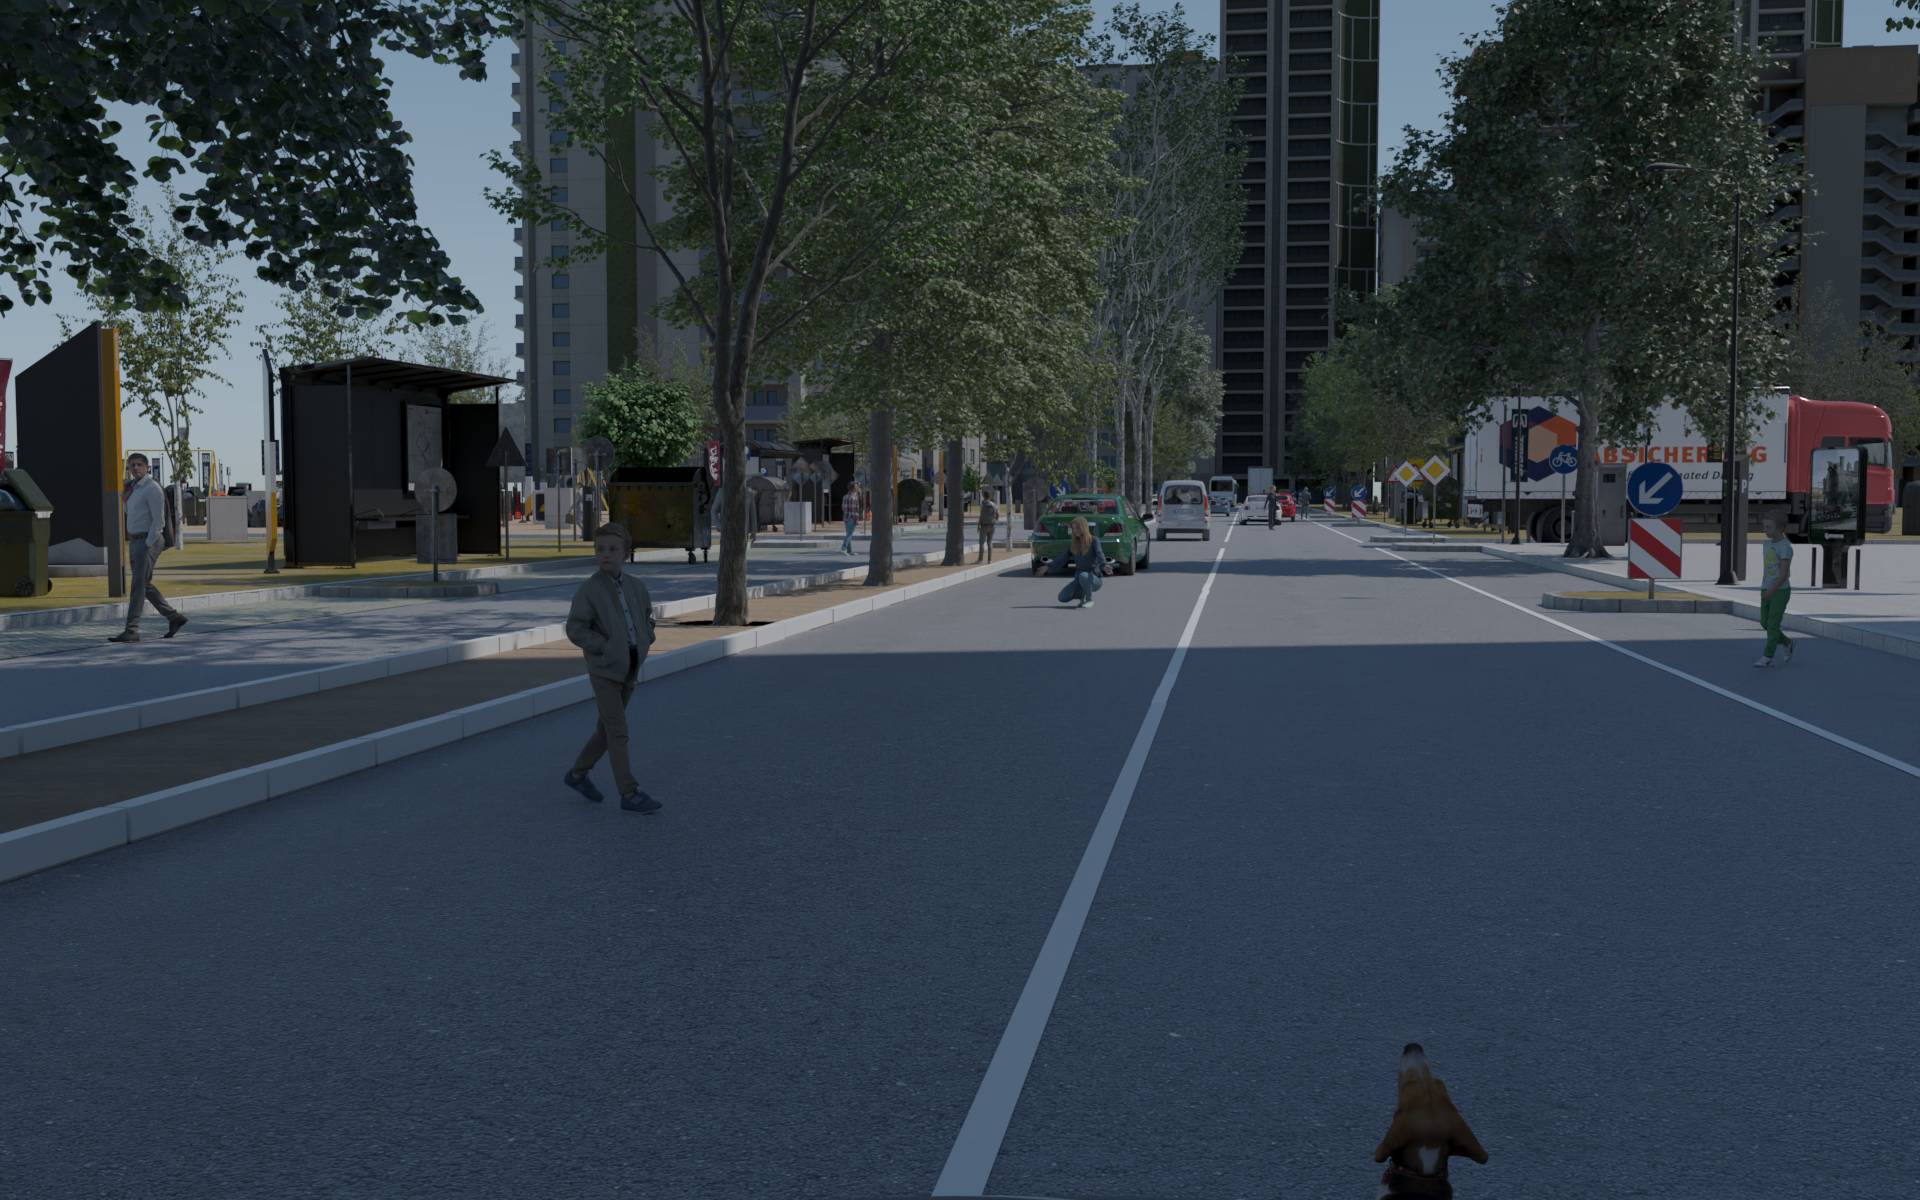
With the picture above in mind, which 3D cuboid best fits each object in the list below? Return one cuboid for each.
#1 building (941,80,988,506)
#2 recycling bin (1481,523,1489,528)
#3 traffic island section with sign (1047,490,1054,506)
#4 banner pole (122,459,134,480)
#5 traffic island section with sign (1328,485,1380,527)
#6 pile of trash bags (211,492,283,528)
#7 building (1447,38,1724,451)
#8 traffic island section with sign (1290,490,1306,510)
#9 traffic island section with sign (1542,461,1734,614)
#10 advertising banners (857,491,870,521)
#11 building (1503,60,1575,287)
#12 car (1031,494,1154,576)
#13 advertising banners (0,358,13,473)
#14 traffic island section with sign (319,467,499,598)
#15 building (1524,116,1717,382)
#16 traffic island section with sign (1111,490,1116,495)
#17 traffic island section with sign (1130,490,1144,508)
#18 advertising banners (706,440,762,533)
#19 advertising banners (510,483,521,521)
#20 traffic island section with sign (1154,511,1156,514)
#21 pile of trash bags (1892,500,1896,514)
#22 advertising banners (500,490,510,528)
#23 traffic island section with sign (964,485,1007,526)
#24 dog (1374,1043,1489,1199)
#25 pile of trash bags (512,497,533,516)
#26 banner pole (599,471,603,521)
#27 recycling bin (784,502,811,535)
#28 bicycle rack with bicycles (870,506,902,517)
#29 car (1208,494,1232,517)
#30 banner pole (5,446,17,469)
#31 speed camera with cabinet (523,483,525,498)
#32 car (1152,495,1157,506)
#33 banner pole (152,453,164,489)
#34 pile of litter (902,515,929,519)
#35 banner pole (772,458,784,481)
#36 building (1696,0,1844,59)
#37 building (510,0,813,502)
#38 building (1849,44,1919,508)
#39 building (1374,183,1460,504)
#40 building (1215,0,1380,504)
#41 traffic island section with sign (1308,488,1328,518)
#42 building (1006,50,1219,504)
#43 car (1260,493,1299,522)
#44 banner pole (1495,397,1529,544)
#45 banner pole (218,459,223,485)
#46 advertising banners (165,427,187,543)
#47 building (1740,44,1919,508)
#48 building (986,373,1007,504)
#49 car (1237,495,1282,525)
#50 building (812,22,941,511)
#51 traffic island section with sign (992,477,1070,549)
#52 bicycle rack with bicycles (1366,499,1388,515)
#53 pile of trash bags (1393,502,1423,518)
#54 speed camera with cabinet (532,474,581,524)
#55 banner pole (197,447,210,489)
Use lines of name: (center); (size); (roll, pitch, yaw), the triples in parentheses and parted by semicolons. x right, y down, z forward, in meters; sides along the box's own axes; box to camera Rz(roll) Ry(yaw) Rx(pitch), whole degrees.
building: (-8.554, -45.551, 183.004); (20.611, 71.187, 20.563); (1, 4, 9)
recycling bin: (20.512, -3.295, 66.425); (0.722, 1.027, 0.722); (-2, 4, -24)
traffic island section with sign: (5.681, -5.937, 105.696); (1.989, 1.847, 2.006); (1, 4, 9)
banner pole: (-52.056, -7.250, 108.557); (0.863, 3.779, 0.401); (0, 4, -3)
traffic island section with sign: (17.448, -4.147, 76.437); (1.989, 1.847, 2.006); (1, 4, 9)
pile of trash bags: (-27.130, -3.447, 66.114); (1.912, 1.369, 3.447); (2, 4, 24)
building: (59.640, -31.408, 168.148); (22.147, 44.769, 28.867); (1, 4, 9)
traffic island section with sign: (30.074, -8.833, 153.046); (1.989, 1.847, 2.006); (1, 4, 9)
traffic island section with sign: (8.449, -0.806, 21.804); (1.989, 1.847, 2.006); (1, 4, 9)
advertising banners: (-4.425, -5.282, 82.545); (0.090, 3.025, 2.074); (1, 4, 22)
building: (52.950, -28.381, 147.630); (14.154, 41.232, 14.086); (1, 4, 9)
car: (2.459, -1.236, 32.011); (2.131, 1.459, 4.920); (1, 4, 11)
advertising banners: (-13.005, -1.564, 21.762); (2.074, 3.025, 0.090); (-3, 5, -40)
traffic island section with sign: (-7.694, -0.977, 24.607); (1.989, 1.847, 2.006); (1, 4, 9)
building: (50.579, -22.148, 133.814); (14.160, 30.474, 14.107); (1, 4, 9)
traffic island section with sign: (13.899, -8.988, 155.589); (1.989, 1.847, 2.006); (1, 4, 9)
traffic island section with sign: (18.290, -10.615, 182.185); (1.989, 1.847, 2.006); (1, 4, 9)
advertising banners: (-7.375, -3.690, 56.513); (2.074, 3.025, 0.090); (-3, 4, -38)
advertising banners: (-21.597, -5.311, 83.024); (0.090, 3.025, 2.074); (-3, 5, -39)
traffic island section with sign: (15.354, -7.310, 127.656); (2.006, 1.907, 1.989); (1, 4, 9)
pile of trash bags: (57.938, -6.161, 110.482); (3.447, 1.369, 1.912); (3, 5, 41)
advertising banners: (-17.515, -4.256, 65.780); (0.090, 3.025, 2.074); (0, 4, 0)
traffic island section with sign: (1.289, -4.310, 79.100); (1.989, 1.847, 2.006); (1, 4, 9)
dog: (0.720, 1.050, 3.034); (0.748, 0.427, 0.550); (-2, 4, -33)
pile of trash bags: (-25.473, -5.709, 103.096); (3.447, 1.369, 1.912); (1, 4, 22)
banner pole: (-16.808, -5.572, 81.115); (0.401, 3.779, 0.863); (-1, 4, -20)
recycling bin: (-5.166, -2.608, 55.194); (0.722, 1.027, 0.722); (1, 4, 9)
bicycle rack with bicycles: (-4.163, -5.241, 99.074); (2.852, 0.926, 2.925); (3, 5, 41)
car: (16.356, -6.029, 110.570); (2.014, 1.417, 4.499); (1, 4, 9)
banner pole: (-48.845, -6.075, 89.348); (0.863, 3.779, 0.401); (-3, 5, -40)
speed camera with cabinet: (-29.993, -7.827, 122.303); (2.038, 3.252, 0.660); (2, 4, 35)
car: (20.851, -10.412, 182.600); (2.083, 1.381, 4.827); (1, 4, 9)
banner pole: (-48.791, -7.065, 105.528); (0.863, 3.779, 0.401); (-1, 4, -9)
pile of litter: (-2.380, -4.660, 90.162); (1.176, 0.858, 1.719); (-1, 4, -20)
banner pole: (-9.533, -6.122, 90.117); (0.863, 3.779, 0.401); (1, 4, 11)
building: (100.923, -47.934, 221.977); (20.611, 71.187, 20.563); (1, 4, 9)
building: (-32.737, -39.518, 188.118); (28.212, 58.520, 21.231); (1, 4, 9)
building: (97.987, -31.788, 169.840); (14.200, 45.320, 14.600); (1, 4, 9)
building: (61.878, -33.179, 226.077); (14.086, 41.232, 14.154); (1, 4, 9)
building: (44.875, -48.458, 230.543); (20.611, 71.187, 20.563); (1, 4, 9)
traffic island section with sign: (21.837, -5.774, 103.034); (1.989, 1.847, 2.006); (1, 4, 9)
building: (20.837, -42.397, 235.186); (28.212, 58.520, 21.231); (1, 4, 9)
car: (16.468, -4.934, 89.708); (2.155, 1.783, 4.494); (1, 4, 11)
banner pole: (14.283, -3.346, 44.727); (0.863, 3.779, 0.401); (0, 4, -2)
banner pole: (-53.239, -8.243, 124.786); (0.401, 3.779, 0.863); (0, 4, -4)
advertising banners: (-20.853, -3.033, 45.784); (2.074, 3.025, 0.090); (3, 5, 43)
building: (83.900, -31.900, 171.680); (14.200, 45.320, 14.600); (1, 4, 9)
building: (-5.952, -40.052, 244.092); (27.495, 52.752, 28.713); (1, 4, 9)
car: (14.003, -4.187, 80.815); (2.083, 1.381, 4.827); (0, 4, 8)
building: (-14.362, -36.947, 146.089); (21.231, 58.520, 28.212); (1, 4, 9)
traffic island section with sign: (1.930, -2.328, 46.205); (2.006, 1.907, 1.989); (1, 4, 9)
bicycle rack with bicycles: (30.185, -6.582, 120.996); (2.925, 0.926, 2.852); (0, 4, 0)
pile of trash bags: (23.633, -4.910, 90.035); (1.912, 1.369, 3.447); (1, 4, 9)
speed camera with cabinet: (-17.450, -4.930, 74.942); (2.038, 3.252, 0.660); (-1, 4, -10)
banner pole: (-40.311, -6.256, 92.305); (0.401, 3.779, 0.863); (3, 5, 40)
